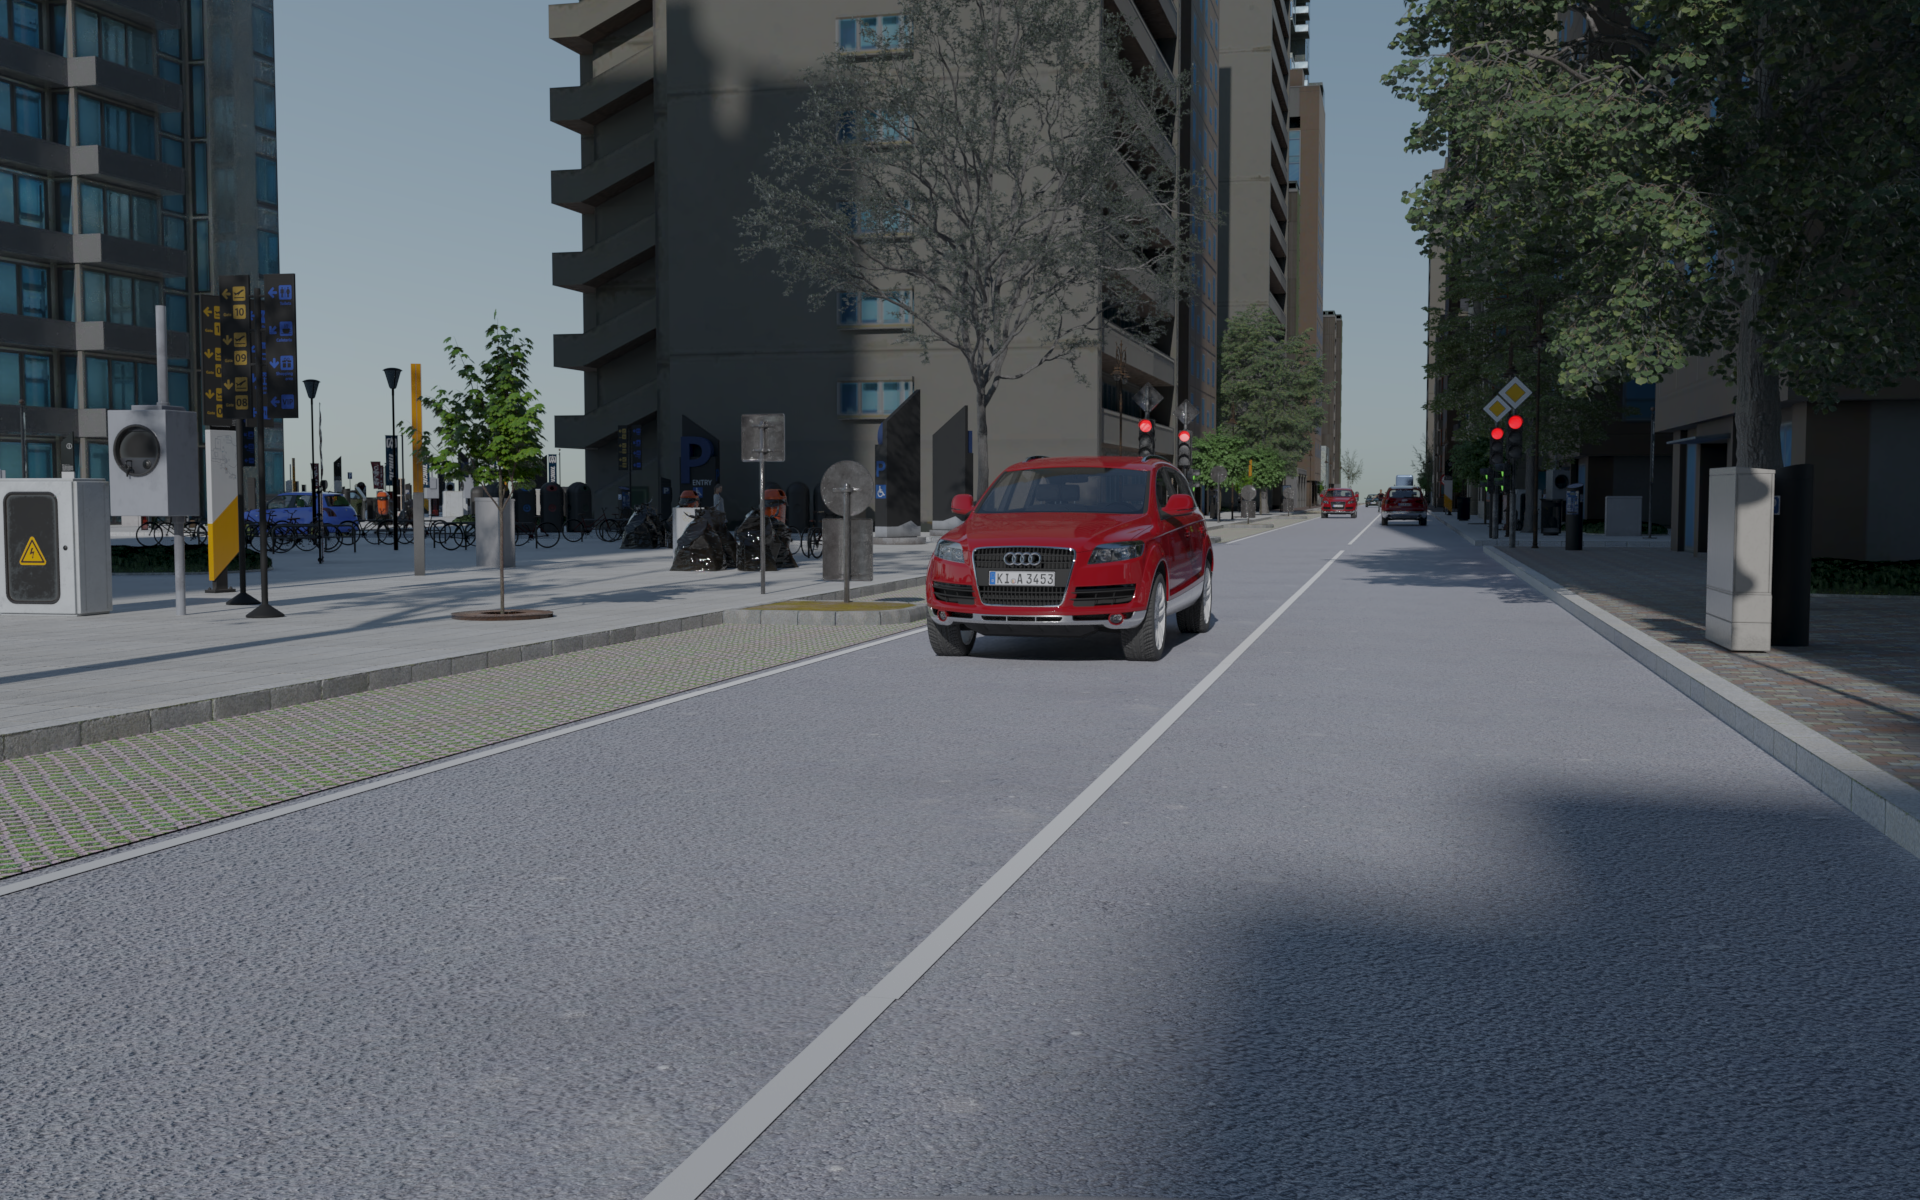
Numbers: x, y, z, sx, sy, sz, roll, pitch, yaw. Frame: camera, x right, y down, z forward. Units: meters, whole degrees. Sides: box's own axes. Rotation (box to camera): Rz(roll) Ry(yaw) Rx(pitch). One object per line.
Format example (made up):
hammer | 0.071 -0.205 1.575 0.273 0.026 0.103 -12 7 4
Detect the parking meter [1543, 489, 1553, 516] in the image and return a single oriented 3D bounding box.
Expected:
parking meter | 23.643 -3.745 69.634 0.372 1.533 0.369 0 3 0

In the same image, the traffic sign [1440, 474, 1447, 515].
traffic sign | 30.305 -6.597 107.970 0.768 2.556 0.104 1 4 16

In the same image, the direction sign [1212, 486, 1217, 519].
direction sign | 13.091 -5.905 88.546 0.379 3.537 0.876 1 4 22

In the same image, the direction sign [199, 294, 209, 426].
direction sign | -8.337 -1.715 20.042 0.379 3.537 0.876 3 4 36

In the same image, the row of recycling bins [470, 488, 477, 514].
row of recycling bins | -25.937 -5.367 94.858 1.069 1.692 3.534 0 4 1

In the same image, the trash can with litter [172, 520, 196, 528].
trash can with litter | -29.286 -3.290 65.180 0.624 1.170 1.055 1 4 19

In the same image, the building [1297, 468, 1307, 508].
building | 24.024 -44.828 171.193 20.563 71.187 20.611 1 4 14

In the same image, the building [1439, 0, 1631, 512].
building | 51.247 -30.976 156.569 14.600 45.320 14.200 1 4 14

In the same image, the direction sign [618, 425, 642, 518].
direction sign | -10.834 -3.970 56.903 0.876 3.537 0.379 1 4 21

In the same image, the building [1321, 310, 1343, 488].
building | 51.950 -30.439 269.385 14.160 30.474 14.107 1 4 14

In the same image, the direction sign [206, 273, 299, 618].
direction sign | -7.243 -1.587 17.949 0.876 3.537 0.379 1 4 13

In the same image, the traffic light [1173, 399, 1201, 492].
traffic light | 6.686 -3.812 51.248 0.839 4.253 0.868 1 4 14

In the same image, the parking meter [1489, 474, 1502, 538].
parking meter | 15.537 -2.731 50.371 0.255 1.863 0.399 1 4 15

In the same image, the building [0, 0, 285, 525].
building | -47.847 -27.951 76.606 30.456 49.044 23.786 1 4 14

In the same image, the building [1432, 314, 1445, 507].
building | 63.086 -20.325 177.346 27.650 21.520 28.899 1 4 14

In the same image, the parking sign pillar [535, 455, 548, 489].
parking sign pillar | -28.925 -7.961 118.634 1.447 3.967 1.447 -3 5 -43

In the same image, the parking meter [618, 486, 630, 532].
parking meter | -10.861 -2.911 56.009 0.372 1.533 0.369 0 3 0

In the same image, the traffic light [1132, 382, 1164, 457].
traffic light | 4.714 -3.339 43.509 0.839 4.253 0.868 1 4 14

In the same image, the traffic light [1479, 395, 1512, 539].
traffic light | 15.181 -3.681 49.108 0.839 4.253 0.868 1 4 14

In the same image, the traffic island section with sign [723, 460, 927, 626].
traffic island section with sign | -1.416 -0.678 19.715 1.989 1.847 2.006 1 4 14

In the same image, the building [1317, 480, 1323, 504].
building | 30.348 -32.486 223.025 32.217 40.220 23.993 1 4 14

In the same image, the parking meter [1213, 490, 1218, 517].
parking meter | 13.664 -5.119 92.108 0.372 1.533 0.369 0 3 0

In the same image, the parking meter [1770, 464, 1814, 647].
parking meter | 7.010 -0.383 14.679 0.372 1.533 0.369 0 3 0

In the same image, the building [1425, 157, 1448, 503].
building | 76.618 -37.846 242.476 21.300 48.544 21.600 1 4 14

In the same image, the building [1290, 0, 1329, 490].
building | 41.921 -57.145 246.992 22.319 86.520 31.000 1 4 14

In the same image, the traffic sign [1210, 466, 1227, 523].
traffic sign | 11.549 -4.727 77.387 0.768 2.556 0.104 1 4 20

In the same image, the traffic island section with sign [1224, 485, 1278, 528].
traffic island section with sign | 12.270 -3.963 73.420 1.989 1.847 2.006 1 4 14

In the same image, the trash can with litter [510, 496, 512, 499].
trash can with litter | -29.514 -6.251 113.259 2.233 1.210 1.678 -1 4 -9

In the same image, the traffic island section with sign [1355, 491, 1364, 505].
traffic island section with sign | 58.402 -15.037 254.489 1.989 1.847 2.006 1 4 14

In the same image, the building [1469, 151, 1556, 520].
building | 43.189 -15.376 96.442 27.650 21.520 28.899 1 4 14

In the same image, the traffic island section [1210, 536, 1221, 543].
traffic island section | 6.650 -1.781 51.392 2.009 0.180 2.903 1 4 14

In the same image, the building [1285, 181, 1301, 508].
building | 22.770 -23.436 154.876 14.160 30.474 14.107 1 4 14

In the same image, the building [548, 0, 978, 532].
building | -3.259 -27.176 68.023 21.300 48.544 21.600 1 4 14

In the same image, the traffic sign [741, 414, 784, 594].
traffic sign | -2.521 -1.223 22.126 0.606 2.300 0.079 1 4 20

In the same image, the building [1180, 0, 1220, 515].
building | 7.171 -27.480 99.414 14.600 45.320 14.200 1 4 14

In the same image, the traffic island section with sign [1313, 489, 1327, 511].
traffic island section with sign | 31.084 -8.477 147.227 1.989 1.847 2.006 1 4 14

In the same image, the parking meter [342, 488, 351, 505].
parking meter | -27.478 -4.228 77.542 0.372 1.533 0.369 0 3 0

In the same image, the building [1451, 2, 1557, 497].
building | 50.107 -29.349 134.475 22.147 44.769 28.867 1 4 14

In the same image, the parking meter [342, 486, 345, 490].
parking meter | -45.988 -7.536 128.932 0.399 1.863 0.255 -3 4 -36

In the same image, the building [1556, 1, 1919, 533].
building | 31.441 -25.575 68.265 14.600 45.320 14.200 1 4 14

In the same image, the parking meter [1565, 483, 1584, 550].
parking meter | 14.036 -1.905 39.553 0.372 1.533 0.369 0 3 0

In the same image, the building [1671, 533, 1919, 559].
building | 20.934 -23.241 30.103 14.600 45.320 14.200 1 4 14

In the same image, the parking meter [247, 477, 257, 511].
parking meter | -24.662 -3.343 60.364 0.255 1.863 0.399 -1 4 -16

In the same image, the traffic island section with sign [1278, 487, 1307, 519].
traffic island section with sign | 18.973 -5.569 99.689 1.989 1.847 2.006 1 4 14

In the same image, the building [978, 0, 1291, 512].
building | 14.572 -31.420 137.424 21.300 48.544 21.600 1 4 14

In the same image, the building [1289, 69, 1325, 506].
building | 32.045 -32.894 187.931 14.600 45.320 14.200 1 4 14

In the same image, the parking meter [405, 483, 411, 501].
parking meter | -29.061 -5.213 90.951 0.399 1.863 0.255 -2 4 -25

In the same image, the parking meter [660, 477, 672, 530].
parking meter | -9.962 -3.243 58.734 0.399 1.863 0.255 -1 4 -16

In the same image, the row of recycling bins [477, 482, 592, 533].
row of recycling bins | -14.049 -3.087 57.586 3.534 1.692 1.069 -2 4 -24

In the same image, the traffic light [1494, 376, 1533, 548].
traffic light | 13.209 -3.208 41.369 0.839 4.253 0.868 1 4 14

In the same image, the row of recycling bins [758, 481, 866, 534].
row of recycling bins | -4.838 -3.036 56.759 3.534 1.692 1.069 -1 4 -11
